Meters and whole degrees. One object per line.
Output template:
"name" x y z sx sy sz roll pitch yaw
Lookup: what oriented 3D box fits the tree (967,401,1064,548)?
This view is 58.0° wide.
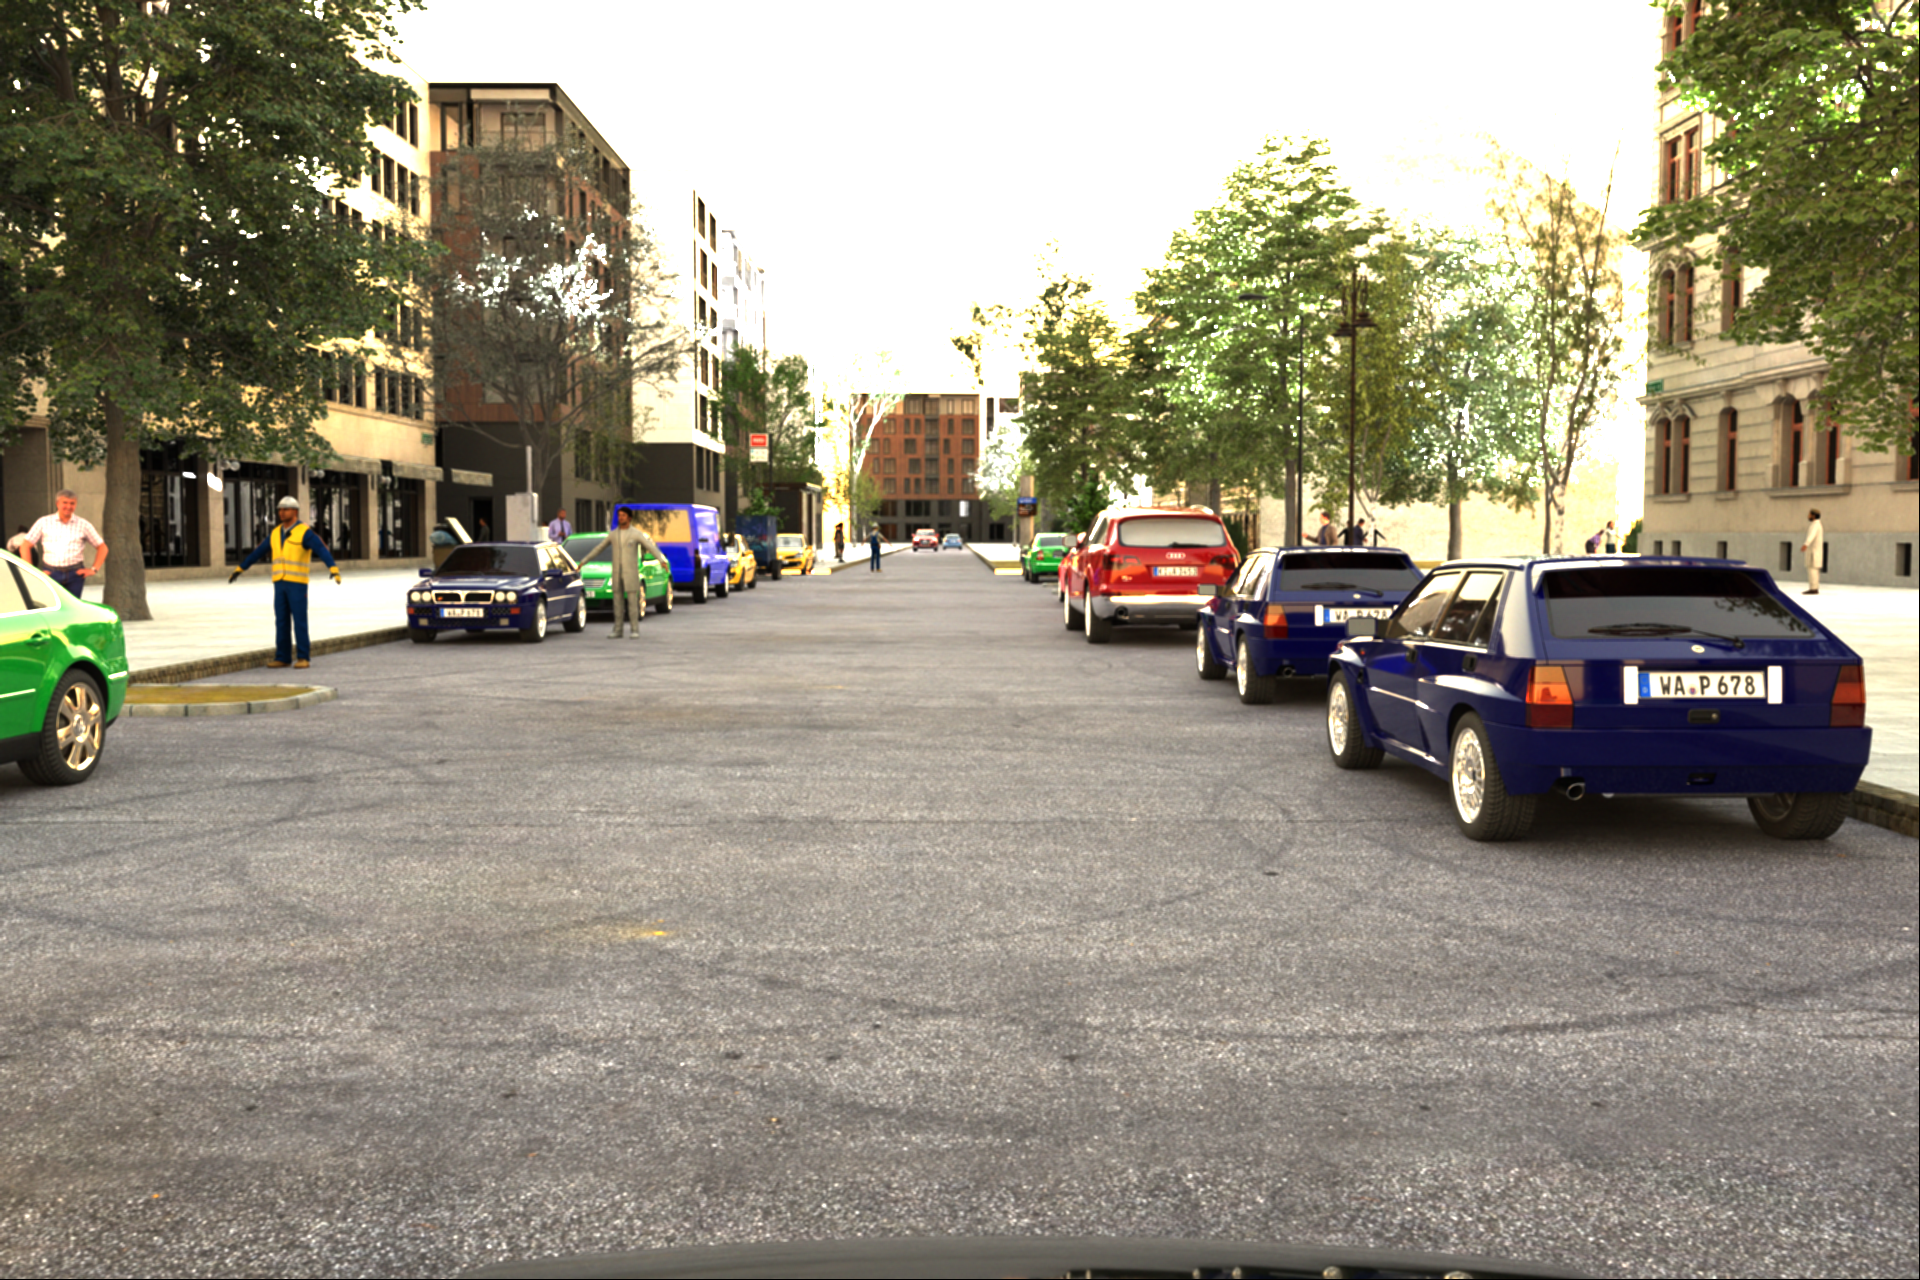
"tree" 5.688 -15.102 157.295 12.009 13.543 11.850 0 3 0

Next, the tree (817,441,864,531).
"tree" -9.254 -11.363 136.142 4.737 8.622 4.395 0 3 0

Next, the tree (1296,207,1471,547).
"tree" 9.597 -5.486 40.066 4.737 8.622 4.395 0 3 0

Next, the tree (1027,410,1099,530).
"tree" 6.372 -8.927 96.326 4.360 8.622 3.978 0 3 0

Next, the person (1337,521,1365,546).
"person" 15.992 -3.992 71.201 1.347 1.837 0.705 1 4 18

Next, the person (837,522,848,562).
"person" -5.357 -4.428 78.542 0.704 1.843 1.345 1 4 11

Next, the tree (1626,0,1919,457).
"tree" 9.242 -5.904 14.658 7.486 12.596 7.792 0 3 0

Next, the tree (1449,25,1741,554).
"tree" 8.880 -4.627 26.018 4.360 8.622 3.978 0 3 0

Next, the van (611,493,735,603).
"van" -6.179 -2.020 37.403 2.240 2.365 5.245 0 3 0

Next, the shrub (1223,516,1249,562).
"shrub" 10.290 -3.781 66.241 1.690 2.028 1.600 0 3 0

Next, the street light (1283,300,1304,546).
"street light" 7.149 -3.735 33.610 1.470 5.913 1.316 0 4 -1

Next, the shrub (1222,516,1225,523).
"shrub" 10.449 -3.952 69.036 1.690 2.028 1.600 0 3 0

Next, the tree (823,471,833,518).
"tree" -22.360 -20.669 256.061 7.486 12.596 7.792 0 3 0

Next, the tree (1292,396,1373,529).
"tree" 16.952 -7.928 79.979 4.360 8.622 3.978 0 3 0

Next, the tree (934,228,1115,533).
"tree" 4.722 -15.549 110.117 12.611 20.169 13.585 0 3 0

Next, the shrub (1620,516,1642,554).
"shrub" 26.841 -3.906 68.285 1.690 2.028 1.600 0 3 0

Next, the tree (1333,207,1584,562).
"tree" 19.113 -9.794 66.793 9.857 13.997 8.962 0 3 0

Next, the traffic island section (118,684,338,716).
"traffic island section" -6.410 0.506 14.593 1.991 0.108 1.994 0 4 0

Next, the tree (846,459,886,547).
"tree" -9.259 -13.342 168.506 4.737 8.622 4.395 0 3 0

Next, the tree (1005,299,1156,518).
"tree" 6.070 -10.107 83.375 7.486 12.596 7.792 0 3 0

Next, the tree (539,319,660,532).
"tree" -11.851 -6.636 58.867 4.360 8.622 3.978 0 3 0

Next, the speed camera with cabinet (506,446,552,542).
"speed camera with cabinet" -9.874 -2.774 39.691 0.660 3.252 2.038 0 3 0

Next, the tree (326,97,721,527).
"tree" -11.895 -8.454 48.591 12.009 13.543 11.850 0 3 0

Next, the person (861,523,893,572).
"person" -3.203 -3.518 65.827 1.347 1.847 0.705 2 4 23

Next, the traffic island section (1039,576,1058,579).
"traffic island section" 3.166 -2.015 55.807 1.991 0.108 1.994 0 4 -1

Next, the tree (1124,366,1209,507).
"tree" 9.655 -7.543 73.692 4.360 8.622 3.978 0 3 0

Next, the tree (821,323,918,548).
"tree" -11.004 -18.432 157.256 12.611 20.169 13.585 0 3 0

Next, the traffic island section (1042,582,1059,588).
"traffic island section" 3.252 -1.492 47.254 1.991 0.108 1.994 0 4 0

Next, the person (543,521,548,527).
"person" -17.200 -4.011 71.805 0.704 1.802 1.346 0 4 -5

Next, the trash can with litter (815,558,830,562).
"trash can with litter" -6.908 -4.317 81.642 1.678 1.210 2.233 0 4 0

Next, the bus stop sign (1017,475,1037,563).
"bus stop sign" 3.015 -5.445 78.047 0.837 3.901 0.837 0 4 -1

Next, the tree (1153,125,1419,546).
"tree" 9.002 -8.012 49.121 7.486 12.596 7.792 0 3 0

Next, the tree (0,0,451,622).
"tree" -12.401 -7.265 25.440 9.857 13.997 8.962 0 3 0

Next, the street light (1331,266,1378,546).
"street light" 6.833 -3.510 30.169 0.468 5.910 1.993 0 4 0

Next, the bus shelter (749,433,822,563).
"bus shelter" -7.240 -5.752 71.682 2.179 5.291 8.768 0 4 1

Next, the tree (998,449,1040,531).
"tree" 5.506 -11.857 144.222 4.737 8.622 4.395 0 3 0

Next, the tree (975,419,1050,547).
"tree" 4.933 -15.332 168.798 7.486 12.596 7.792 0 3 0

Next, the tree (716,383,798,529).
"tree" -9.642 -8.173 83.984 4.360 8.622 3.978 0 3 0

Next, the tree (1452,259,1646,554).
"tree" 26.412 -10.210 77.311 12.009 13.543 11.850 0 3 0

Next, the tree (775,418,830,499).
"tree" -9.987 -9.702 108.982 4.737 8.622 4.395 0 3 0

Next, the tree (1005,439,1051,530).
"tree" 5.578 -11.240 134.139 4.737 8.622 4.395 0 3 0

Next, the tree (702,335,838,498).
"tree" -10.050 -10.140 91.550 9.928 11.665 9.643 0 3 0

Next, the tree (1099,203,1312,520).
"tree" 8.533 -8.683 60.099 7.486 12.596 7.792 0 3 0

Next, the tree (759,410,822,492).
"tree" -9.908 -9.188 100.588 4.360 8.622 3.978 0 3 0
